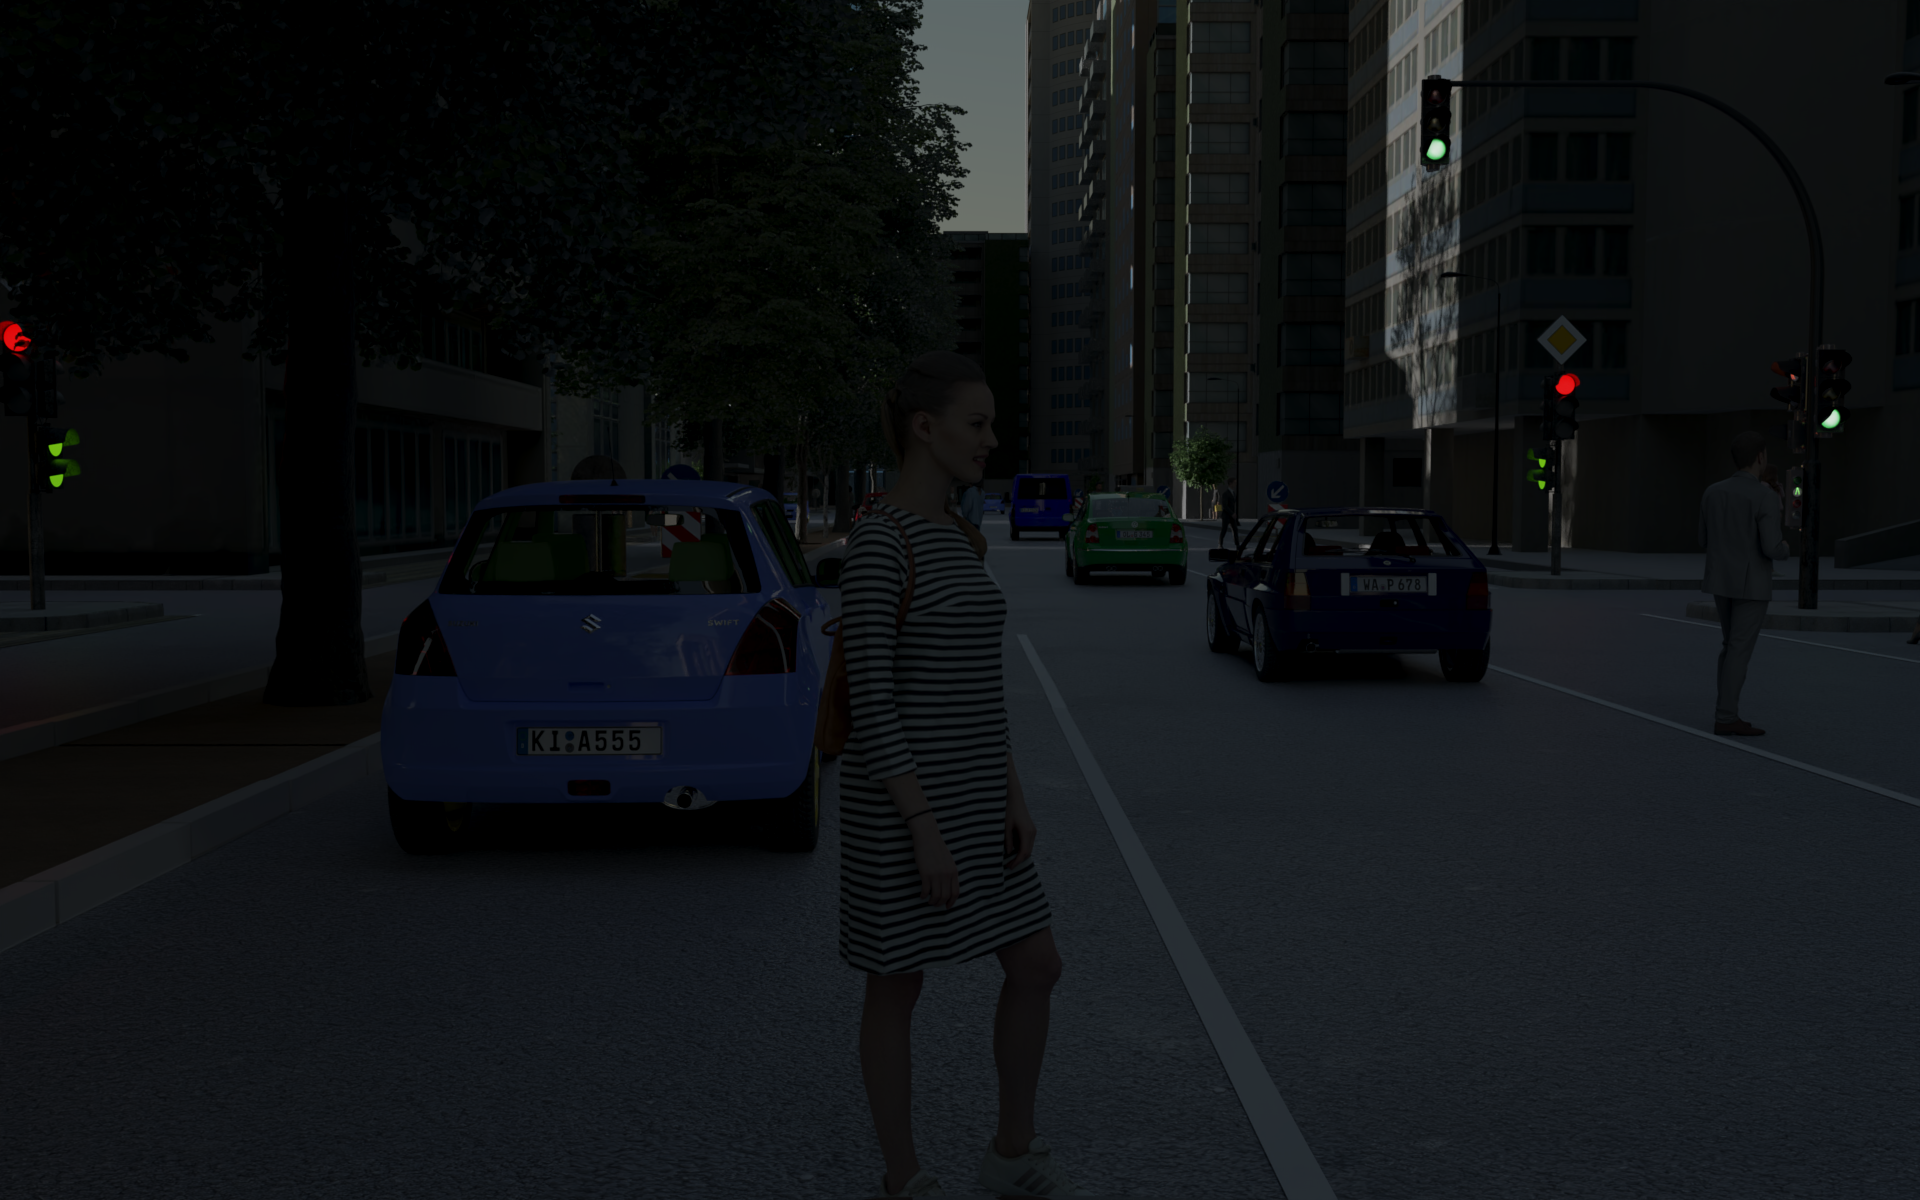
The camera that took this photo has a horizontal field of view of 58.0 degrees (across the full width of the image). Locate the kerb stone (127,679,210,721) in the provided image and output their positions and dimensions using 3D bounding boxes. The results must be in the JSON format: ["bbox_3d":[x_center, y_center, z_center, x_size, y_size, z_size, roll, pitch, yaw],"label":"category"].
[{"bbox_3d":[-5.195,0.665,11.324,0.120,0.150,1.000,0,4,0],"label":"kerb stone"}]

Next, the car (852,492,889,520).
[{"bbox_3d":[-2.098,-2.533,50.448,2.155,1.783,4.494,0,4,-2],"label":"car"}]

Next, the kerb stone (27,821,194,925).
[{"bbox_3d":[-3.057,0.975,6.253,0.120,0.150,1.000,0,4,0],"label":"kerb stone"}]

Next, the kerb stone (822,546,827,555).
[{"bbox_3d":[-3.285,-1.127,40.632,0.120,0.150,1.000,0,4,0],"label":"kerb stone"}]

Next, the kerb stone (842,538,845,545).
[{"bbox_3d":[-3.340,-1.568,47.830,0.120,0.150,1.000,0,4,0],"label":"kerb stone"}]

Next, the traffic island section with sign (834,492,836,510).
[{"bbox_3d":[-10.855,-9.013,155.983,1.989,1.847,2.006,0,4,0],"label":"traffic island section with sign"}]

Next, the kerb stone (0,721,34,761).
[{"bbox_3d":[-5.173,0.790,9.280,0.120,0.150,1.000,0,4,0],"label":"kerb stone"}]

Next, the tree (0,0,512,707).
[{"bbox_3d":[-4.431,-6.268,11.602,9.857,13.997,8.962,0,3,0],"label":"tree"}]

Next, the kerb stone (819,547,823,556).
[{"bbox_3d":[-3.284,-1.062,39.608,0.120,0.150,1.000,0,4,0],"label":"kerb stone"}]

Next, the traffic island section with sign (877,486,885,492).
[{"bbox_3d":[-4.750,-5.745,102.060,2.006,1.907,1.989,0,4,0],"label":"traffic island section with sign"}]

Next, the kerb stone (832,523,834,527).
[{"bbox_3d":[-5.636,-3.324,76.537,0.120,0.150,1.000,0,4,0],"label":"kerb stone"}]

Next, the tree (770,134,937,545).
[{"bbox_3d":[-4.385,-7.360,48.552,9.928,11.665,9.643,0,3,0],"label":"tree"}]

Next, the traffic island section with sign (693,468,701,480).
[{"bbox_3d":[-4.233,-1.149,26.923,2.006,1.907,1.989,0,4,0],"label":"traffic island section with sign"}]

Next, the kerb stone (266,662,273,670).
[{"bbox_3d":[-5.197,0.539,13.380,0.120,0.150,1.000,0,4,0],"label":"kerb stone"}]

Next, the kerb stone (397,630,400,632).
[{"bbox_3d":[-5.229,0.351,16.456,0.120,0.150,1.000,0,4,0],"label":"kerb stone"}]

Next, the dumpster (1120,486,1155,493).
[{"bbox_3d":[8.772,-4.784,86.439,1.865,1.857,1.264,0,4,-1],"label":"dumpster"}]

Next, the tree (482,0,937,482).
[{"bbox_3d":[-4.275,-6.651,29.324,7.486,12.596,7.792,0,3,0],"label":"tree"}]

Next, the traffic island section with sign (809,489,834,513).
[{"bbox_3d":[-10.673,-7.364,129.029,1.989,1.847,2.006,0,4,0],"label":"traffic island section with sign"}]

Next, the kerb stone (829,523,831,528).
[{"bbox_3d":[-5.602,-3.073,72.438,0.120,0.150,1.000,0,4,0],"label":"kerb stone"}]

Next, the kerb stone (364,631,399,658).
[{"bbox_3d":[-5.225,0.414,15.434,0.120,0.150,1.000,0,4,0],"label":"kerb stone"}]

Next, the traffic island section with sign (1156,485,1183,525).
[{"bbox_3d":[9.090,-4.310,79.097,1.989,1.847,2.006,0,4,0],"label":"traffic island section with sign"}]

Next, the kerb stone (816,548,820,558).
[{"bbox_3d":[-3.272,-1.002,38.586,0.120,0.150,1.000,0,4,0],"label":"kerb stone"}]

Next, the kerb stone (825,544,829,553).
[{"bbox_3d":[-3.298,-1.191,41.668,0.120,0.150,1.000,0,4,0],"label":"kerb stone"}]

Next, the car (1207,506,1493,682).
[{"bbox_3d":[3.130,-0.120,14.538,1.945,1.354,3.894,0,4,0],"label":"car"}]

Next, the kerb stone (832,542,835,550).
[{"bbox_3d":[-3.315,-1.317,43.729,0.120,0.150,1.000,0,4,0],"label":"kerb stone"}]

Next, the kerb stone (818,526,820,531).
[{"bbox_3d":[-5.561,-2.696,66.289,0.120,0.150,1.000,0,4,0],"label":"kerb stone"}]

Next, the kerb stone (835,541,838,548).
[{"bbox_3d":[-3.315,-1.377,44.753,0.120,0.150,1.000,0,4,0],"label":"kerb stone"}]

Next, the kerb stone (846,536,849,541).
[{"bbox_3d":[-3.350,-1.693,49.880,0.120,0.150,1.000,0,4,0],"label":"kerb stone"}]

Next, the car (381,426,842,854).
[{"bbox_3d":[-1.445,0.084,8.219,1.945,1.707,3.694,0,4,-2],"label":"car"}]

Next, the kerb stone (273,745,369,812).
[{"bbox_3d":[-3.073,0.855,8.303,0.120,0.150,1.000,0,4,0],"label":"kerb stone"}]

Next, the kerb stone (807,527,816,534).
[{"bbox_3d":[-5.544,-2.564,64.238,0.120,0.150,1.000,0,4,0],"label":"kerb stone"}]

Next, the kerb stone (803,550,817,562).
[{"bbox_3d":[-3.263,-0.939,37.556,0.120,0.150,1.000,0,4,0],"label":"kerb stone"}]

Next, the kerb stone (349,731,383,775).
[{"bbox_3d":[-3.078,0.789,9.324,0.120,0.150,1.000,0,4,0],"label":"kerb stone"}]

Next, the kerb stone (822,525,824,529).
[{"bbox_3d":[-5.575,-2.818,68.337,0.120,0.150,1.000,0,4,0],"label":"kerb stone"}]

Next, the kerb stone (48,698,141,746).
[{"bbox_3d":[-5.182,0.735,10.303,0.120,0.150,1.000,0,4,0],"label":"kerb stone"}]

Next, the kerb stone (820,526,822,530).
[{"bbox_3d":[-5.571,-2.759,67.311,0.120,0.150,1.000,0,4,0],"label":"kerb stone"}]

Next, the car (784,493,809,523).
[{"bbox_3d":[-8.297,-4.566,84.237,1.945,1.707,3.694,0,3,0],"label":"car"}]

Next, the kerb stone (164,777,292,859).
[{"bbox_3d":[-3.069,0.913,7.275,0.120,0.150,1.000,0,4,0],"label":"kerb stone"}]

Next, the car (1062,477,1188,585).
[{"bbox_3d":[2.699,-1.220,28.746,1.959,1.807,4.718,0,4,1],"label":"car"}]

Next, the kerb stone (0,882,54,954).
[{"bbox_3d":[-3.051,1.038,5.232,0.120,0.150,1.000,0,4,0],"label":"kerb stone"}]

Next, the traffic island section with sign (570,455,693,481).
[{"bbox_3d":[-4.193,-0.696,19.516,2.006,1.907,1.989,0,4,0],"label":"traffic island section with sign"}]

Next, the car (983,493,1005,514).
[{"bbox_3d":[2.307,-6.940,123.062,1.945,1.707,3.694,0,4,-1],"label":"car"}]

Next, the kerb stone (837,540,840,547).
[{"bbox_3d":[-3.330,-1.442,45.775,0.120,0.150,1.000,0,4,0],"label":"kerb stone"}]

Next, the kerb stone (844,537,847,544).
[{"bbox_3d":[-3.342,-1.626,48.855,0.120,0.150,1.000,0,4,0],"label":"kerb stone"}]

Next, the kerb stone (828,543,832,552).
[{"bbox_3d":[-3.302,-1.254,42.699,0.120,0.150,1.000,0,4,0],"label":"kerb stone"}]

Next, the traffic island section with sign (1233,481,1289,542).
[{"bbox_3d":[9.270,-2.650,51.953,1.989,1.847,2.006,0,4,0],"label":"traffic island section with sign"}]

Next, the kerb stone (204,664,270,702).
[{"bbox_3d":[-5.198,0.602,12.358,0.120,0.150,1.000,0,4,0],"label":"kerb stone"}]

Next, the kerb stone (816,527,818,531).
[{"bbox_3d":[-5.555,-2.634,65.263,0.120,0.150,1.000,0,4,0],"label":"kerb stone"}]

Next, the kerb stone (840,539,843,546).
[{"bbox_3d":[-3.328,-1.505,46.806,0.120,0.150,1.000,0,4,0],"label":"kerb stone"}]

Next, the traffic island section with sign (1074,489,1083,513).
[{"bbox_3d":[8.745,-7.404,129.689,1.989,1.847,2.006,0,4,0],"label":"traffic island section with sign"}]
